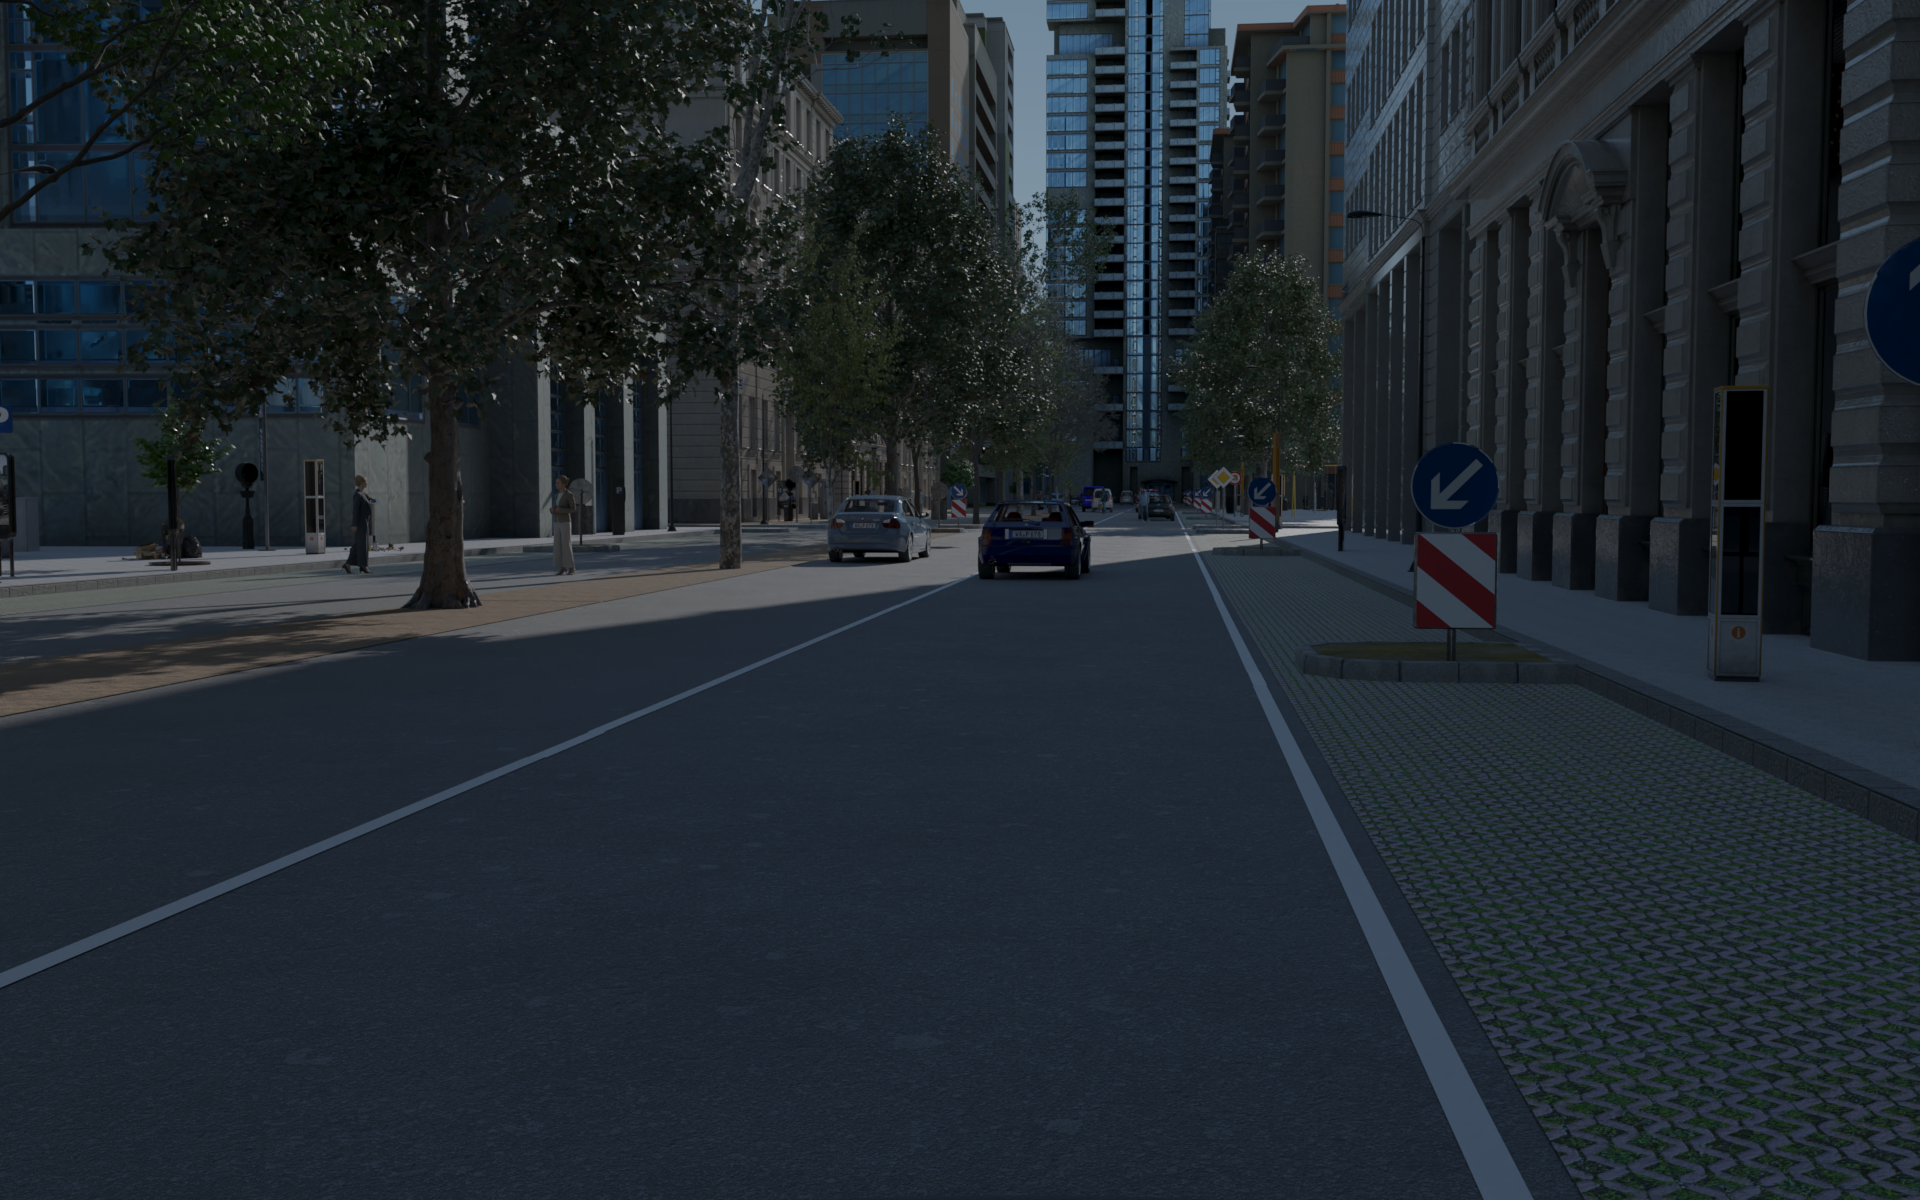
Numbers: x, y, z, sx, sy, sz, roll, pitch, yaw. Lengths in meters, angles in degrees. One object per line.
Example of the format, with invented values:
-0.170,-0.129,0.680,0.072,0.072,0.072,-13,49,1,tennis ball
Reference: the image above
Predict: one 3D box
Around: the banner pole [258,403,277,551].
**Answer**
-15.791,-3.012,39.262,0.401,3.779,0.863,-2,4,-32,banner pole

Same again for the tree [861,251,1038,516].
-1.371,-7.537,60.097,8.767,10.594,7.601,0,4,7,tree

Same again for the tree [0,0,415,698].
-7.221,-5.096,11.527,9.928,11.665,9.643,0,3,0,tree

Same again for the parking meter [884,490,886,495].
-4.408,-5.898,104.842,0.372,1.533,0.369,0,3,0,parking meter

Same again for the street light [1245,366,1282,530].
11.002,-5.517,62.749,1.470,5.913,1.316,0,4,7,street light

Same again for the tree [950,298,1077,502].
2.066,-10.283,88.705,7.486,12.596,7.792,0,3,0,tree

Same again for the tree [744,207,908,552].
-3.198,-5.479,42.406,4.737,8.622,4.395,0,3,0,tree

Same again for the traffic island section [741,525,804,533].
-7.252,-2.625,65.192,2.009,0.180,2.903,0,4,7,traffic island section

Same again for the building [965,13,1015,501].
-7.778,-41.043,213.054,28.212,58.520,21.231,0,4,7,building

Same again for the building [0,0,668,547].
-27.392,-45.183,51.416,31.000,86.520,22.319,0,4,7,building

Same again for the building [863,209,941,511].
-8.606,-20.439,131.440,12.463,27.353,25.104,0,4,7,building

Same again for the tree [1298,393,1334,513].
23.701,-10.128,115.952,4.360,8.622,3.978,0,3,0,tree

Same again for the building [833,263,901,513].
-9.908,-14.945,108.986,10.561,19.102,19.286,0,4,7,building

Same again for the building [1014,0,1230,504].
23.961,-56.713,239.935,31.000,86.520,22.319,0,4,7,building

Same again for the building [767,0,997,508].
-7.946,-33.659,174.032,21.300,48.544,21.600,0,4,7,building

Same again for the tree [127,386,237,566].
-14.248,-2.248,31.356,1.663,3.219,1.824,0,3,0,tree

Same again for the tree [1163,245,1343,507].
14.048,-9.953,79.742,9.611,12.733,9.660,0,3,0,tree

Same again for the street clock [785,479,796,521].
-7.952,-4.684,81.153,0.471,2.002,0.358,-2,4,-24,street clock

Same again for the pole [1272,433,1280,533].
10.520,-3.905,57.693,0.158,3.312,0.155,0,3,0,pole

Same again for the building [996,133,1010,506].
-2.156,-31.065,191.502,14.154,41.232,14.086,0,4,7,building

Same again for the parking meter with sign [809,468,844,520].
-6.752,-5.592,87.687,1.738,3.016,0.543,-2,4,-26,parking meter with sign

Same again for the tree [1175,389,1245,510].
21.737,-13.781,143.439,7.486,12.596,7.792,0,3,0,tree

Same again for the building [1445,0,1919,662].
12.814,-11.761,21.170,11.050,23.489,19.941,0,4,7,building

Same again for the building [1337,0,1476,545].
17.095,-16.390,45.471,11.434,29.767,29.804,0,4,7,building

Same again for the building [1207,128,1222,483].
40.339,-33.587,203.778,22.147,44.769,28.867,0,4,7,building

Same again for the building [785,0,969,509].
-6.854,-30.907,155.442,14.600,45.320,14.200,0,4,7,building

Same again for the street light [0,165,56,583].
-13.445,-3.187,24.655,1.470,5.913,1.316,0,4,7,street light

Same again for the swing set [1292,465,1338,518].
19.264,-5.842,93.143,3.119,2.851,2.862,0,4,8,swing set

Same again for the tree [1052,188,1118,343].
2.331,-14.781,100.007,12.611,20.169,13.585,0,3,0,tree

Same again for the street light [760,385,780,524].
-7.771,-6.147,73.051,1.470,5.913,1.316,0,4,7,street light

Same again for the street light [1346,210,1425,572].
7.021,-3.420,28.458,1.470,5.913,1.316,0,4,7,street light

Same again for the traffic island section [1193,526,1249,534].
9.619,-2.502,63.180,2.009,0.180,2.903,0,4,7,traffic island section

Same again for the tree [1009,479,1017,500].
6.398,-12.692,202.111,1.663,3.219,1.824,0,3,0,tree

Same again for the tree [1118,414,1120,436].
4.829,-12.231,112.802,12.009,13.543,11.850,0,3,0,tree

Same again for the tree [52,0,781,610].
-6.474,-6.247,21.598,9.611,12.733,9.660,0,3,0,tree

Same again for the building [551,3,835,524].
-14.159,-17.717,86.930,12.463,27.353,25.104,0,4,7,building

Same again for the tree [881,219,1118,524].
0.740,-10.041,77.000,12.009,13.543,11.850,0,3,0,tree

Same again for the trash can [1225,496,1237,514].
17.557,-6.156,112.301,0.748,1.137,0.748,0,3,0,trash can

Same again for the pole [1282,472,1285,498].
26.070,-8.910,139.529,0.158,3.312,0.155,0,3,0,pole

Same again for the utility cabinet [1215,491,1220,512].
18.142,-6.932,122.024,0.318,1.500,1.173,0,4,7,utility cabinet

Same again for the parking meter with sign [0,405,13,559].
-19.254,-2.346,34.611,0.543,3.016,1.738,-2,4,-32,parking meter with sign

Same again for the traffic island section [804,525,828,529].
-6.305,-3.110,73.121,2.009,0.180,2.903,0,4,7,traffic island section

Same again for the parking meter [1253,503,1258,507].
19.986,-6.834,117.454,0.255,1.863,0.399,3,5,42,parking meter

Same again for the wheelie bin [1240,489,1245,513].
19.114,-6.587,115.605,0.693,1.594,0.980,-3,4,-37,wheelie bin

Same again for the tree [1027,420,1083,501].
7.576,-11.084,134.042,4.737,8.622,4.395,0,3,0,tree

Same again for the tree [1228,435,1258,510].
20.593,-10.808,127.080,4.360,8.622,3.978,0,3,0,tree

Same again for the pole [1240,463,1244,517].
15.879,-6.337,97.448,0.158,3.312,0.155,0,3,0,pole

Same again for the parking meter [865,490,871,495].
-5.143,-5.407,96.822,0.372,1.533,0.369,0,3,0,parking meter

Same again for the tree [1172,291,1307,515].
17.714,-12.223,106.506,9.857,13.997,8.962,0,3,0,tree

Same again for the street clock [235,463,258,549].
-16.570,-2.184,40.281,0.358,2.002,0.471,2,4,31,street clock

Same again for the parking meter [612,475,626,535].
-10.663,-2.961,54.130,0.399,1.863,0.255,-2,4,-24,parking meter

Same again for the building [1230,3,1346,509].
36.114,-30.930,160.329,22.147,44.769,28.867,0,4,7,building

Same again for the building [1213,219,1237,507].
33.825,-25.134,182.636,14.160,30.474,14.107,0,4,7,building

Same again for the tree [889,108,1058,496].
-2.006,-8.067,51.356,9.611,12.733,9.660,0,3,0,tree

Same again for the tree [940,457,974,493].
-0.052,-9.908,145.716,4.285,4.588,4.351,0,3,0,tree

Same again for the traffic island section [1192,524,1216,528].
10.566,-2.986,71.109,2.009,0.180,2.903,0,4,7,traffic island section

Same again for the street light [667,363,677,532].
-9.347,-5.300,59.201,1.470,5.913,1.316,0,4,7,street light

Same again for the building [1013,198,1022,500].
1.089,-34.025,239.898,14.086,41.232,14.154,0,4,7,building

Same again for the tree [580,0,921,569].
-5.492,-10.713,33.507,12.611,20.169,13.585,0,3,0,tree
